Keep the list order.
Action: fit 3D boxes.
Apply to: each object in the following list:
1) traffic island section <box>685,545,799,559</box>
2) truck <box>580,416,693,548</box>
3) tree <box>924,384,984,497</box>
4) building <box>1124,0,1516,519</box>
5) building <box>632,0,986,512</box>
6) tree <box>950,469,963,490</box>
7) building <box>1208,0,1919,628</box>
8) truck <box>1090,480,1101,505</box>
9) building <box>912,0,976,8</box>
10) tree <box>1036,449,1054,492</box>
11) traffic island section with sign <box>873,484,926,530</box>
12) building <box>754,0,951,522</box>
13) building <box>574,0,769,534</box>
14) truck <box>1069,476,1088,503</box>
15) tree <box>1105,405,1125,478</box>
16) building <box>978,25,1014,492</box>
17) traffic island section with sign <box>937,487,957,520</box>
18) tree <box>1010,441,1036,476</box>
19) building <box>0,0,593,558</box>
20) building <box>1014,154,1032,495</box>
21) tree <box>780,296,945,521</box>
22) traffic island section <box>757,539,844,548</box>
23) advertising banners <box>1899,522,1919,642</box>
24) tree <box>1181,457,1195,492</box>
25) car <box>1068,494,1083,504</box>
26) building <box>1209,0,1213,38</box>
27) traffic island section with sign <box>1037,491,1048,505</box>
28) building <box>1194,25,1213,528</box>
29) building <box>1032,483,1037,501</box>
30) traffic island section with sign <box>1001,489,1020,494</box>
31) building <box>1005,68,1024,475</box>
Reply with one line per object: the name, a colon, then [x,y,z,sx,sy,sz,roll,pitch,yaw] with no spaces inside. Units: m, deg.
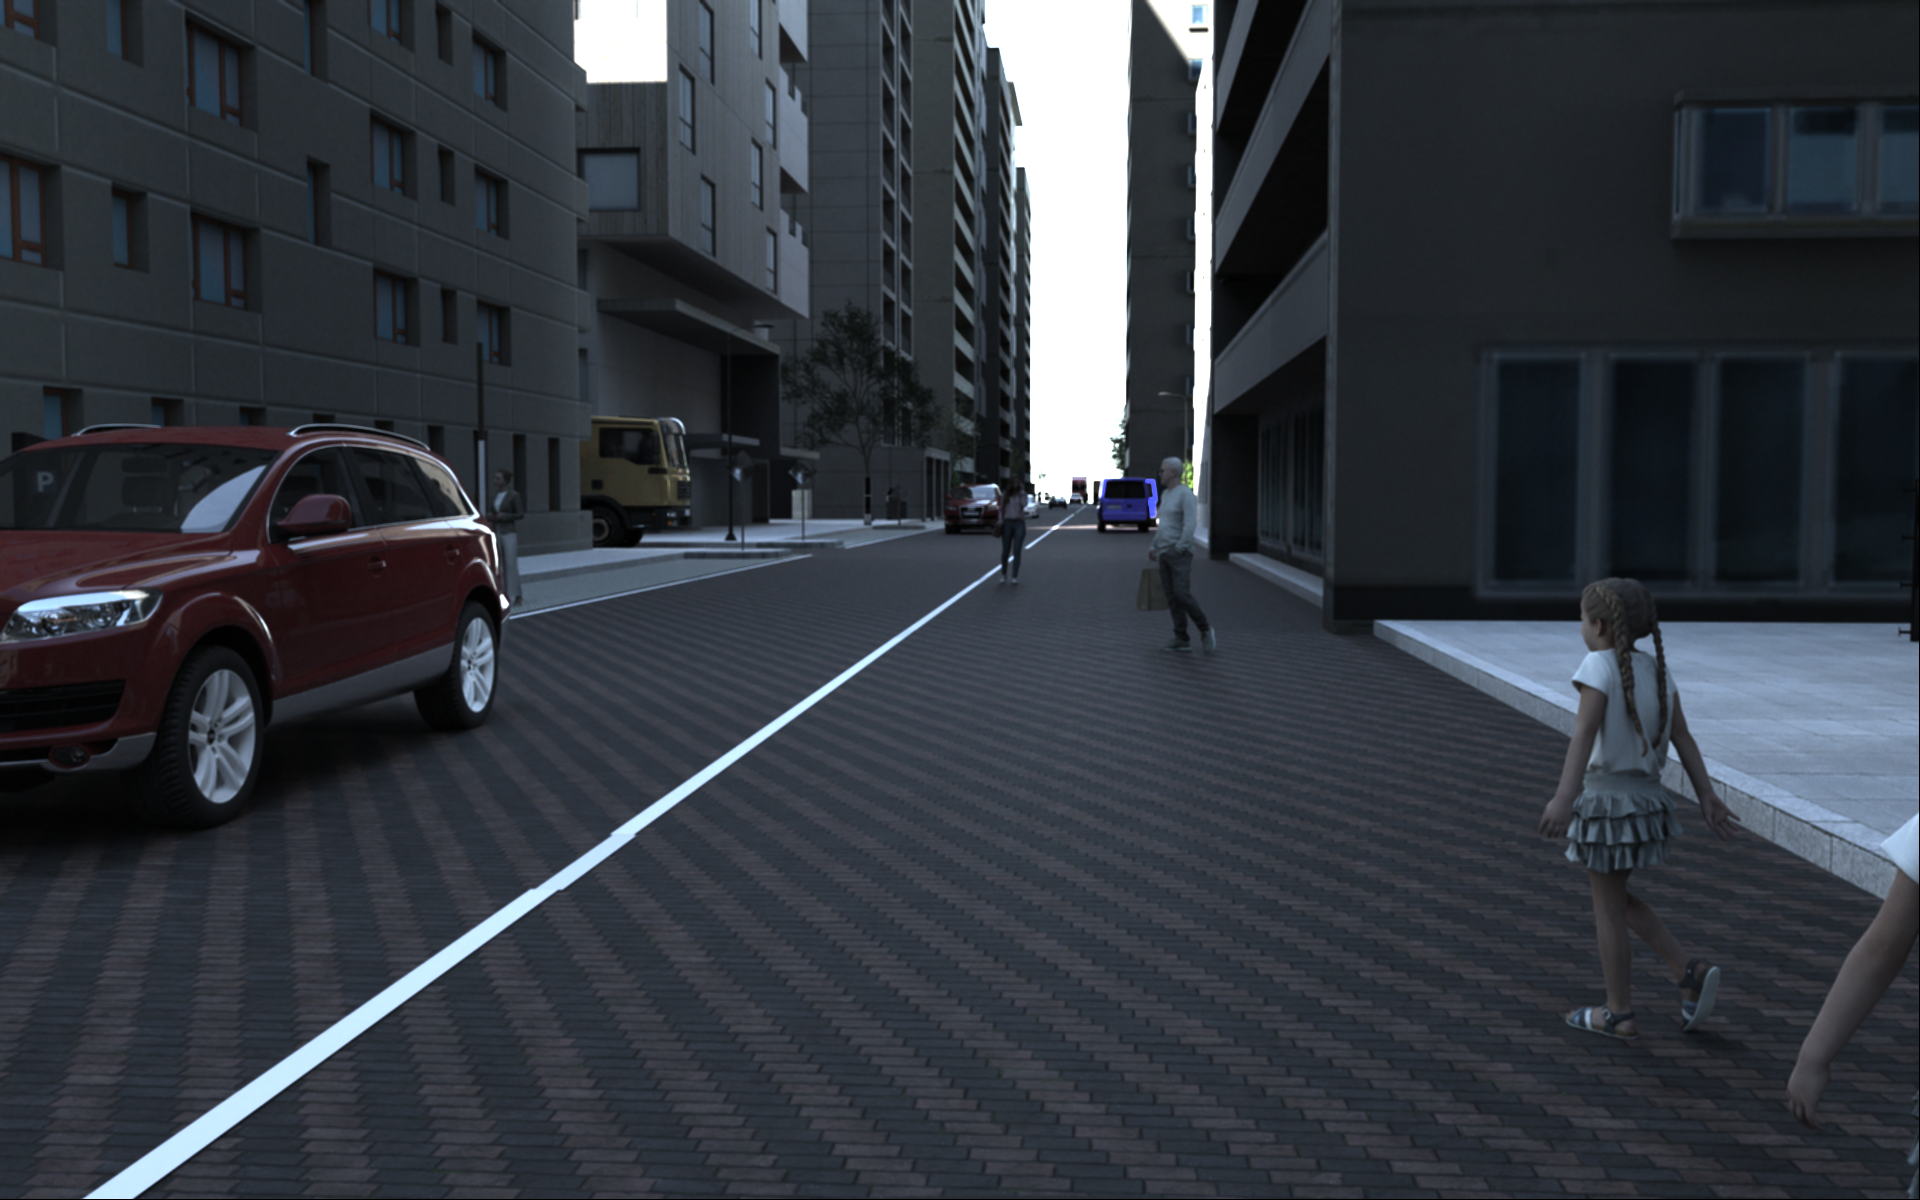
traffic island section: [-4.961,-1.047,39.407,2.009,0.180,2.903,0,4,5]
truck: [-10.914,-2.923,43.721,9.791,3.379,3.469,0,4,3]
tree: [-0.601,-10.152,116.355,4.360,8.622,3.978,0,3,0]
building: [21.317,-29.687,109.077,21.300,48.544,21.600,0,4,5]
building: [-11.720,-34.779,157.868,28.713,52.752,27.495,0,4,5]
tree: [-0.457,-7.777,121.757,1.663,3.219,1.824,0,3,0]
building: [15.278,-24.590,25.747,21.300,48.544,21.600,0,4,5]
truck: [19.199,-14.548,233.782,3.469,3.379,9.791,0,4,5]
building: [-10.195,-31.167,133.288,21.300,48.544,21.600,0,4,5]
tree: [13.188,-20.252,281.476,4.737,8.622,4.395,0,3,0]
traffic island section with sign: [-2.433,-3.764,70.169,1.989,1.847,2.006,0,4,5]
building: [-11.120,-40.292,97.026,20.563,71.187,20.611,0,4,5]
building: [-20.599,-28.932,62.272,28.713,52.752,27.495,0,4,5]
truck: [18.658,-17.238,270.759,2.839,4.237,11.283,0,4,5]
tree: [20.586,-17.516,204.506,7.486,12.596,7.792,0,3,0]
building: [-5.867,-34.153,182.108,21.300,48.544,21.600,0,4,5]
traffic island section with sign: [-0.226,-5.407,97.034,1.989,1.847,2.006,0,4,5]
tree: [5.285,-15.224,199.272,4.737,8.622,4.395,0,3,0]
building: [-24.048,-11.126,26.958,28.899,21.520,27.650,0,4,5]
building: [-1.022,-37.932,243.897,21.300,48.544,21.600,0,4,5]
tree: [-4.399,-9.009,81.717,8.767,10.594,7.601,-3,5,-39]
traffic island section: [-4.307,-1.534,47.365,2.009,0.180,2.903,0,4,5]
advertising banners: [9.123,-1.124,14.564,2.074,3.025,0.090,2,4,26]
tree: [13.029,-6.388,99.044,1.663,3.219,1.824,0,3,0]
car: [15.982,-14.098,239.536,2.155,1.783,4.494,0,4,5]
building: [19.338,-26.501,83.399,14.600,45.320,14.200,0,4,5]
traffic island section with sign: [12.821,-15.133,256.051,1.989,1.847,2.006,0,4,5]
building: [23.453,-13.154,60.107,28.899,21.520,27.650,0,4,5]
building: [-4.473,-35.197,267.349,32.217,40.220,23.993,0,4,5]
traffic island section with sign: [3.840,-8.439,146.598,1.989,1.847,2.006,0,4,5]
building: [-6.829,-38.558,219.660,28.713,52.752,27.495,0,4,5]
